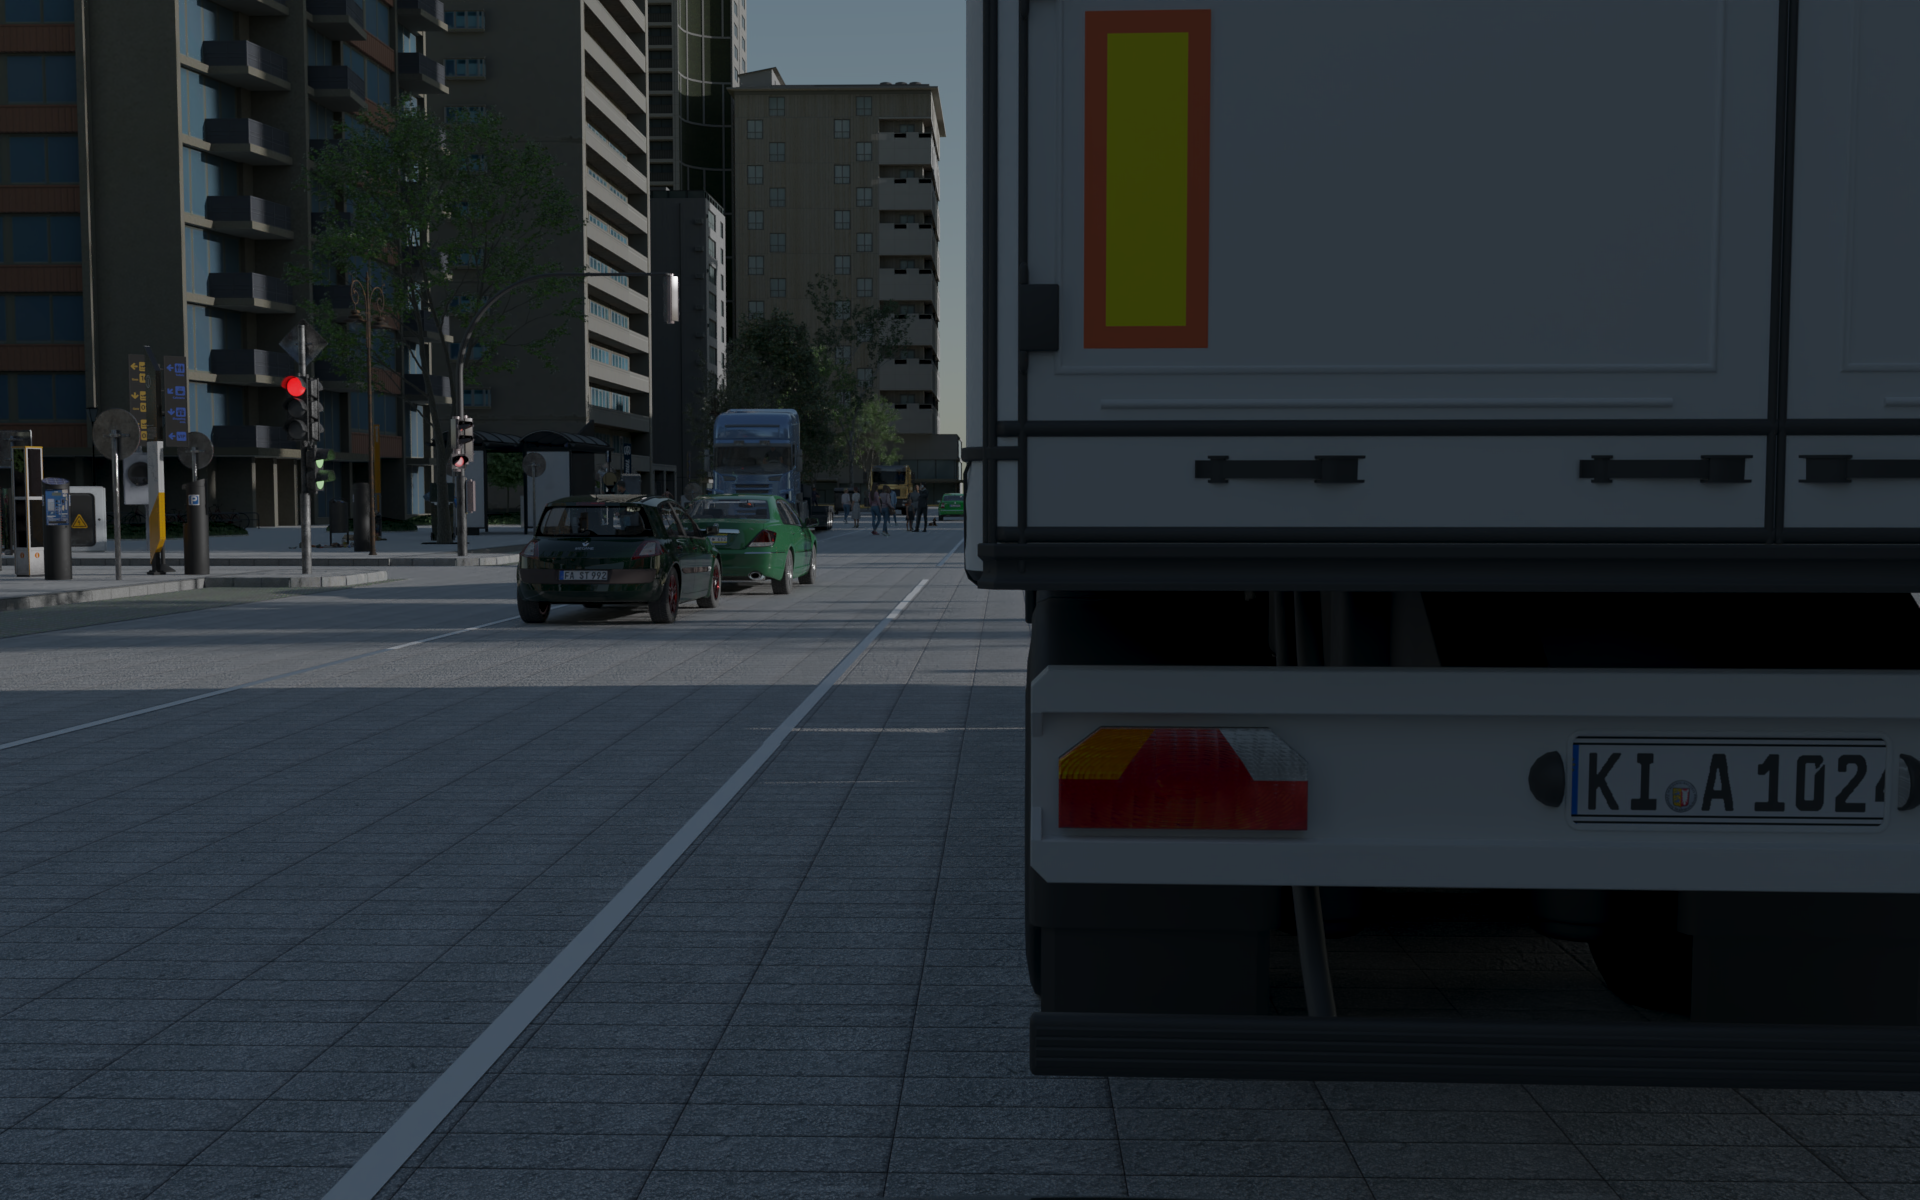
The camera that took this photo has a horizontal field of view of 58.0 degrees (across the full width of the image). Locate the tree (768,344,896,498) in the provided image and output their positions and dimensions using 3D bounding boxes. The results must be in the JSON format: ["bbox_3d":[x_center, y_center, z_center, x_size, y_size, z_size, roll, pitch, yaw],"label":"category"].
[{"bbox_3d":[-10.679,-11.624,115.800,9.928,11.665,9.643,0,3,0],"label":"tree"}]

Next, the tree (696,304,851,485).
[{"bbox_3d":[-11.315,-11.486,104.799,9.611,12.733,9.660,0,3,0],"label":"tree"}]

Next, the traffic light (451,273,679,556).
[{"bbox_3d":[-8.190,-3.734,35.719,4.771,5.953,1.251,0,4,2],"label":"traffic light"}]

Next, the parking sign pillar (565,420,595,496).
[{"bbox_3d":[-13.708,-4.512,62.238,1.447,3.967,1.447,2,4,28],"label":"parking sign pillar"}]

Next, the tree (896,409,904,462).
[{"bbox_3d":[-9.632,-15.520,179.509,9.928,11.665,9.643,0,3,0],"label":"tree"}]

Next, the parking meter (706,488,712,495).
[{"bbox_3d":[-10.831,-4.080,75.126,0.372,1.533,0.369,0,3,0],"label":"parking meter"}]

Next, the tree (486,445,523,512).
[{"bbox_3d":[-25.307,-6.913,96.739,4.285,4.588,4.351,0,3,0],"label":"tree"}]

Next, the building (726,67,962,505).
[{"bbox_3d":[-13.814,-38.737,222.584,27.495,52.752,28.713,0,4,2],"label":"building"}]

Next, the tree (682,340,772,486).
[{"bbox_3d":[-11.638,-8.152,83.652,4.360,8.622,3.978,0,3,0],"label":"tree"}]

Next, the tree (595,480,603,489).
[{"bbox_3d":[-20.298,-6.179,95.633,1.663,3.219,1.824,0,3,0],"label":"tree"}]

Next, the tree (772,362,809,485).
[{"bbox_3d":[-11.290,-8.955,96.783,4.360,8.622,3.978,0,3,0],"label":"tree"}]

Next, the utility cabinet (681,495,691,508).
[{"bbox_3d":[-12.562,-4.288,81.268,1.020,1.237,0.306,1,4,12],"label":"utility cabinet"}]

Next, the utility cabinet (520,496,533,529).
[{"bbox_3d":[-16.131,-3.261,64.478,0.306,1.237,1.020,-1,4,-23],"label":"utility cabinet"}]

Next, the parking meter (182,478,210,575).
[{"bbox_3d":[-12.168,-1.172,27.578,0.372,1.533,0.369,0,3,0],"label":"parking meter"}]

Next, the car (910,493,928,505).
[{"bbox_3d":[-3.592,-7.769,136.069,2.155,1.783,4.494,0,4,0],"label":"car"}]

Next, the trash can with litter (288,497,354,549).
[{"bbox_3d":[-15.283,-1.864,41.528,1.678,1.210,2.233,2,4,31],"label":"trash can with litter"}]

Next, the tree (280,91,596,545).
[{"bbox_3d":[-13.196,-7.245,44.210,9.928,11.665,9.643,0,3,0],"label":"tree"}]

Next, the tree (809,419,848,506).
[{"bbox_3d":[-10.628,-10.862,127.954,4.360,8.622,3.978,0,3,0],"label":"tree"}]

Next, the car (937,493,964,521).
[{"bbox_3d":[-0.277,-5.188,93.624,1.959,1.807,4.718,0,4,0],"label":"car"}]

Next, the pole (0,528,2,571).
[{"bbox_3d":[-16.052,-2.135,28.753,0.158,3.312,0.155,0,3,0],"label":"pole"}]

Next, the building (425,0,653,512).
[{"bbox_3d":[-34.591,-30.468,121.856,21.300,48.544,21.600,0,4,2],"label":"building"}]

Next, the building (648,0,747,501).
[{"bbox_3d":[-38.392,-47.692,218.017,20.611,71.187,20.563,0,4,2],"label":"building"}]

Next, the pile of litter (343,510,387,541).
[{"bbox_3d":[-16.448,-2.073,47.851,1.176,0.858,1.719,-1,4,-16],"label":"pile of litter"}]

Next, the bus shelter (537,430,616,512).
[{"bbox_3d":[-12.972,-3.869,57.187,2.014,3.302,5.546,0,4,1],"label":"bus shelter"}]

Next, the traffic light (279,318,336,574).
[{"bbox_3d":[-10.495,-2.375,27.757,0.839,4.253,0.868,0,4,2],"label":"traffic light"}]

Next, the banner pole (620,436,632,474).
[{"bbox_3d":[-14.513,-5.202,75.076,0.863,3.779,0.401,3,4,36],"label":"banner pole"}]

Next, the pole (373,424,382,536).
[{"bbox_3d":[-17.085,-3.483,50.794,0.158,3.312,0.155,0,3,0],"label":"pole"}]

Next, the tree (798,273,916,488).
[{"bbox_3d":[-10.979,-18.053,151.057,12.611,20.169,13.585,0,3,0],"label":"tree"}]

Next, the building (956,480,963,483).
[{"bbox_3d":[14.246,-34.449,217.870,28.867,44.769,22.147,0,4,2],"label":"building"}]

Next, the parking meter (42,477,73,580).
[{"bbox_3d":[-13.518,-1.071,25.929,0.372,1.533,0.369,0,3,0],"label":"parking meter"}]

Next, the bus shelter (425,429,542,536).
[{"bbox_3d":[-15.373,-3.801,56.077,2.014,3.302,5.546,0,4,1],"label":"bus shelter"}]

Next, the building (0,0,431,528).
[{"bbox_3d":[-36.130,-25.847,77.217,22.147,44.769,28.867,0,4,2],"label":"building"}]

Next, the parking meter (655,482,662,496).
[{"bbox_3d":[-14.152,-4.626,81.344,0.255,1.863,0.399,-1,4,-15],"label":"parking meter"}]

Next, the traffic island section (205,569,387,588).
[{"bbox_3d":[-10.535,-0.343,27.893,2.009,0.180,2.903,0,4,2],"label":"traffic island section"}]

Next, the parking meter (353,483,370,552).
[{"bbox_3d":[-13.328,-1.847,38.611,0.372,1.533,0.369,0,3,0],"label":"parking meter"}]

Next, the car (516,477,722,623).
[{"bbox_3d":[-3.956,-0.661,20.592,2.009,1.686,4.222,0,4,2],"label":"car"}]

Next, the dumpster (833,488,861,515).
[{"bbox_3d":[-7.857,-6.866,120.476,1.865,1.857,1.264,0,4,0],"label":"dumpster"}]

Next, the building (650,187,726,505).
[{"bbox_3d":[-30.061,-24.173,166.935,14.107,30.474,14.160,0,4,2],"label":"building"}]

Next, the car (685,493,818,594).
[{"bbox_3d":[-3.274,-0.880,26.185,2.131,1.459,4.920,0,4,2],"label":"car"}]

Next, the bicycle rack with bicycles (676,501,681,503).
[{"bbox_3d":[-13.943,-4.509,87.101,2.852,0.926,2.925,-2,4,-33],"label":"bicycle rack with bicycles"}]

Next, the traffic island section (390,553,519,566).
[{"bbox_3d":[-10.323,-0.831,35.875,2.009,0.180,2.903,0,4,2],"label":"traffic island section"}]
